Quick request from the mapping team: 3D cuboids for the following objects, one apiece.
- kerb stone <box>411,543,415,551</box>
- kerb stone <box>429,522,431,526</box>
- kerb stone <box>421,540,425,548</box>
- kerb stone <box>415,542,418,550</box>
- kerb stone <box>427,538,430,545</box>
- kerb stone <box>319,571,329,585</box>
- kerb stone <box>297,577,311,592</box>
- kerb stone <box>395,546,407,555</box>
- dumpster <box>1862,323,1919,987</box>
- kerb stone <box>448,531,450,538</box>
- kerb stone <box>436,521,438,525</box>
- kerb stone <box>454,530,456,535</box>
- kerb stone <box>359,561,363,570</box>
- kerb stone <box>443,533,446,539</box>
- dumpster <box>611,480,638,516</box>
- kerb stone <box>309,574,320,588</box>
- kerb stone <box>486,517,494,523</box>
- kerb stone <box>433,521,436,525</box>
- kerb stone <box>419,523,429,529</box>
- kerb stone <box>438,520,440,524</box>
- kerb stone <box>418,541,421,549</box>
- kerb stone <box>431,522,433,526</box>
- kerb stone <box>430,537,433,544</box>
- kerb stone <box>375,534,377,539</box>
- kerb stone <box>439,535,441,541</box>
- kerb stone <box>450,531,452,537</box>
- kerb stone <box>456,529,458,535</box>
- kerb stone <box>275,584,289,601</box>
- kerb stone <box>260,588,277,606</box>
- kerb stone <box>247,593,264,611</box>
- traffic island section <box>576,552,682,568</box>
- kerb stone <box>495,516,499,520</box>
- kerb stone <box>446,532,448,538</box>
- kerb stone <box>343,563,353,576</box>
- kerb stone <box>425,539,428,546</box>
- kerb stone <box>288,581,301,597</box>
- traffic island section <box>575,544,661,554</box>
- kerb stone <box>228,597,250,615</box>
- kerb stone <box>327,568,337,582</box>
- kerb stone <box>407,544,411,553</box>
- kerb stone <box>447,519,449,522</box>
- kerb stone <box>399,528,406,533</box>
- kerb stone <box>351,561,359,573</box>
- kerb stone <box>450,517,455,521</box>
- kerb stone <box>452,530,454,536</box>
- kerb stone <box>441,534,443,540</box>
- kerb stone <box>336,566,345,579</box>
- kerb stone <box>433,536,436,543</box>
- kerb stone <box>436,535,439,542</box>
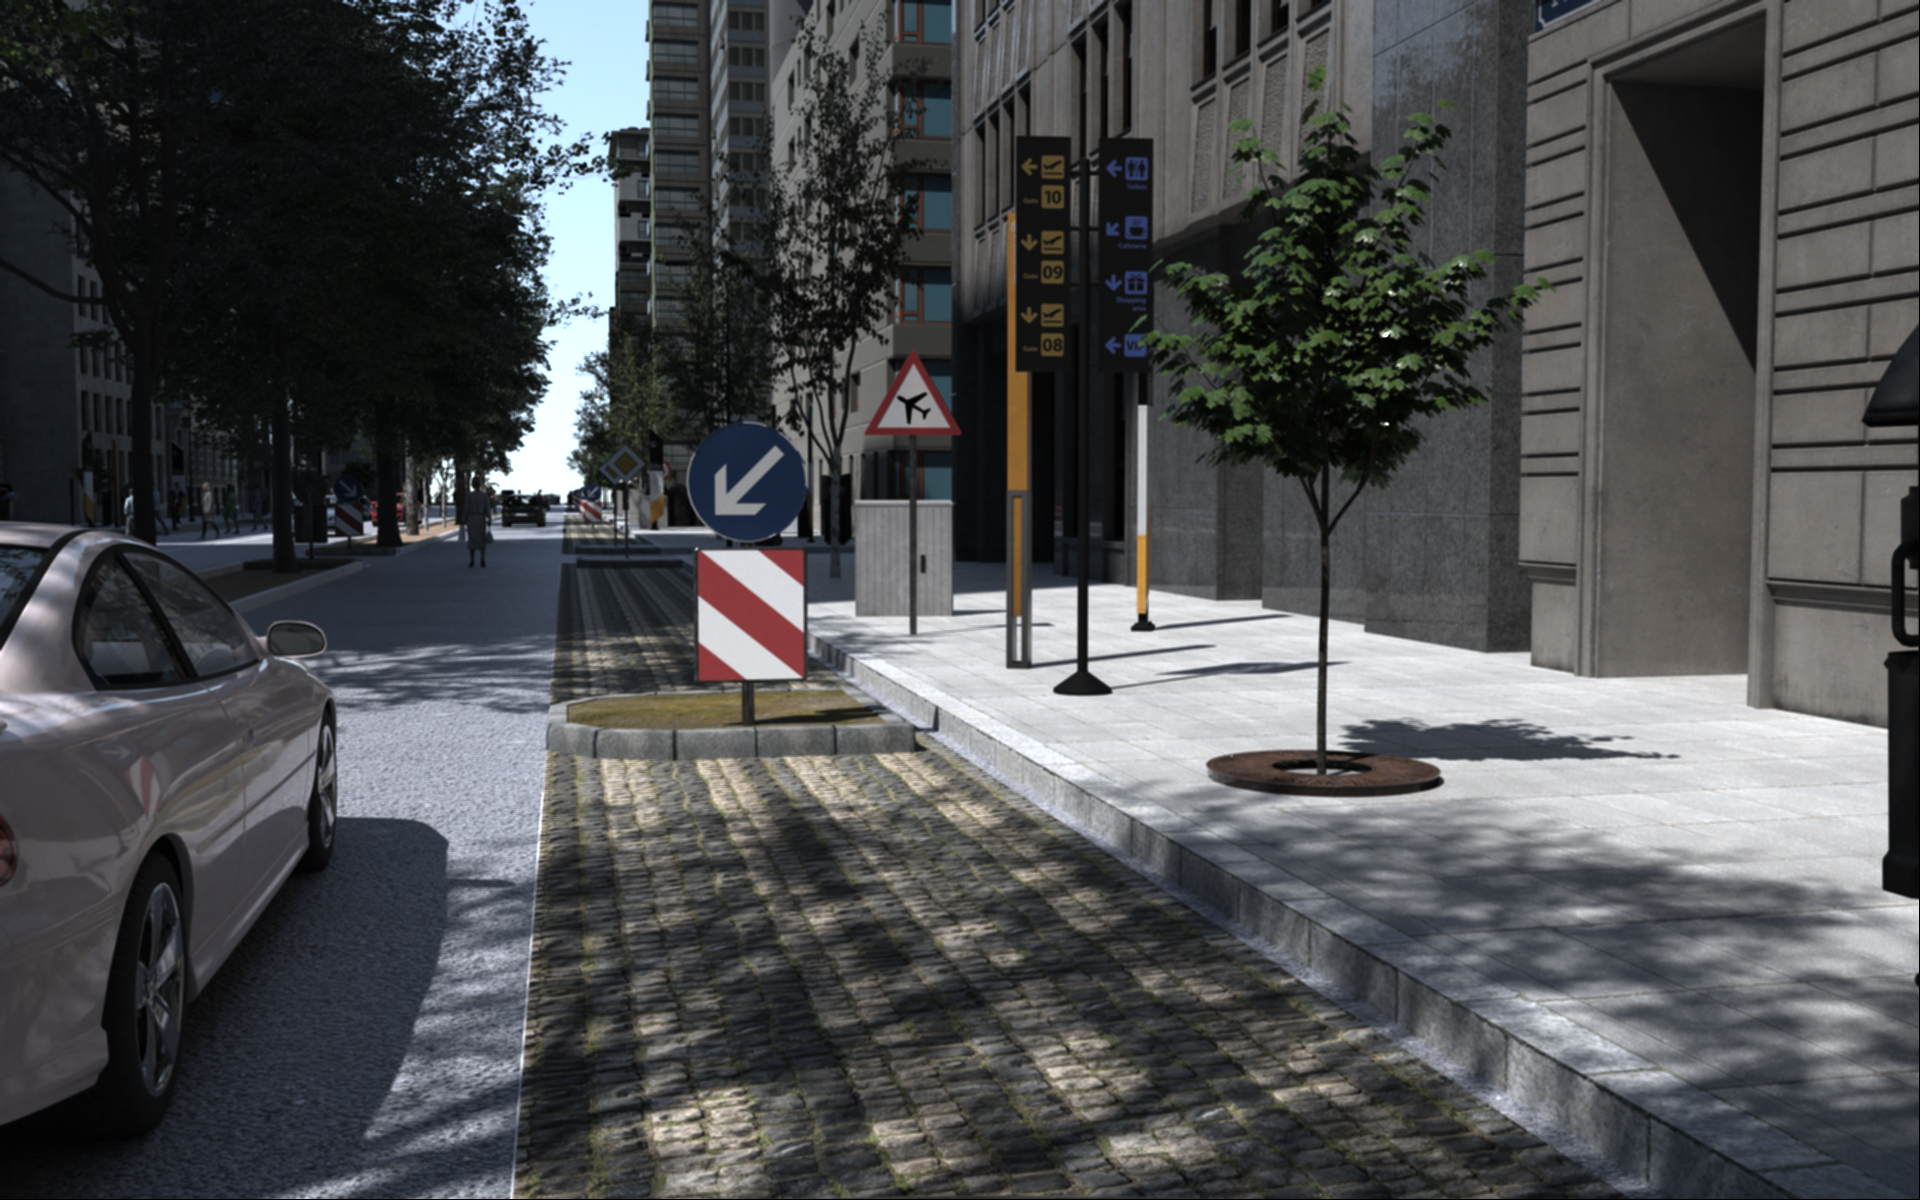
[{"bbox_3d":[-13.726,-1.270,43.088,0.120,0.150,1.000,-1,4,-13],"label":"kerb stone"},{"bbox_3d":[-23.284,-3.262,75.584,0.120,0.150,1.000,-1,4,-13],"label":"kerb stone"},{"bbox_3d":[-14.417,-1.461,46.080,0.120,0.150,1.000,-1,4,-13],"label":"kerb stone"},{"bbox_3d":[-13.960,-1.336,44.082,0.120,0.150,1.000,-1,4,-13],"label":"kerb stone"},{"bbox_3d":[-14.874,-1.583,48.081,0.120,0.150,1.000,-1,4,-13],"label":"kerb stone"},{"bbox_3d":[-10.185,-0.322,27.488,0.120,0.150,1.000,-1,4,-13],"label":"kerb stone"},{"bbox_3d":[-9.730,-0.202,25.492,0.120,0.150,1.000,-1,4,-13],"label":"kerb stone"},{"bbox_3d":[-13.283,-1.155,41.079,0.120,0.150,1.000,-1,4,-13],"label":"kerb stone"},{"bbox_3d":[2.695,0.172,2.939,1.264,1.857,1.865,-1,4,-13],"label":"dumpster"},{"bbox_3d":[-16.689,-2.068,56.075,0.120,0.150,1.000,-1,4,-13],"label":"kerb stone"},{"bbox_3d":[-24.189,-3.505,79.579,0.120,0.150,1.000,-1,4,-13],"label":"kerb stone"},{"bbox_3d":[-17.367,-2.255,59.066,0.120,0.150,1.000,-1,4,-13],"label":"kerb stone"},{"bbox_3d":[-11.329,-0.631,32.506,0.120,0.150,1.000,-1,4,-13],"label":"kerb stone"},{"bbox_3d":[-16.238,-1.947,54.077,0.120,0.150,1.000,-1,4,-13],"label":"kerb stone"},{"bbox_3d":[-19.415,-5.978,100.230,1.502,2.255,1.985,-1,4,-13],"label":"dumpster"},{"bbox_3d":[-9.955,-0.263,26.489,0.120,0.150,1.000,-1,4,-13],"label":"kerb stone"},{"bbox_3d":[-24.423,-4.150,90.041,0.120,0.150,1.000,-1,4,-13],"label":"kerb stone"},{"bbox_3d":[-23.973,-3.449,78.579,0.120,0.150,1.000,-1,4,-13],"label":"kerb stone"},{"bbox_3d":[-23.067,-3.200,74.585,0.120,0.150,1.000,-1,4,-13],"label":"kerb stone"},{"bbox_3d":[-24.425,-3.571,80.574,0.120,0.150,1.000,-1,4,-13],"label":"kerb stone"},{"bbox_3d":[-14.188,-1.400,45.081,0.120,0.150,1.000,-1,4,-13],"label":"kerb stone"},{"bbox_3d":[-23.516,-3.327,76.584,0.120,0.150,1.000,-1,4,-13],"label":"kerb stone"},{"bbox_3d":[-15.097,-1.643,49.078,0.120,0.150,1.000,-1,4,-13],"label":"kerb stone"},{"bbox_3d":[-18.509,-1.982,54.603,0.120,0.150,1.000,-1,4,-13],"label":"kerb stone"},{"bbox_3d":[-15.786,-1.828,52.084,0.120,0.150,1.000,-1,4,-13],"label":"kerb stone"},{"bbox_3d":[-16.915,-2.133,57.072,0.120,0.150,1.000,-1,4,-13],"label":"kerb stone"},{"bbox_3d":[-17.598,-2.316,60.061,0.120,0.150,1.000,-1,4,-13],"label":"kerb stone"},{"bbox_3d":[-9.276,-0.080,23.498,0.120,0.150,1.000,-1,4,-13],"label":"kerb stone"},{"bbox_3d":[-9.049,-0.019,22.500,0.120,0.150,1.000,-1,4,-13],"label":"kerb stone"},{"bbox_3d":[-8.822,0.042,21.501,0.120,0.150,1.000,-1,4,-13],"label":"kerb stone"},{"bbox_3d":[-6.642,-0.756,34.645,2.009,0.180,2.903,-1,4,-13],"label":"traffic island section"},{"bbox_3d":[-25.790,-4.516,96.036,0.120,0.150,1.000,-1,4,-13],"label":"kerb stone"},{"bbox_3d":[-16.462,-2.003,55.075,0.120,0.150,1.000,-1,4,-13],"label":"kerb stone"},{"bbox_3d":[-10.866,-0.508,30.497,0.120,0.150,1.000,-1,4,-13],"label":"kerb stone"},{"bbox_3d":[-14.645,-1.522,47.076,0.120,0.150,1.000,-1,4,-13],"label":"kerb stone"},{"bbox_3d":[-9.500,-0.136,24.496,0.120,0.150,1.000,-1,4,-13],"label":"kerb stone"},{"bbox_3d":[-8.414,-1.232,42.432,2.009,0.180,2.903,-1,4,-13],"label":"traffic island section"},{"bbox_3d":[-8.591,0.103,20.505,0.120,0.150,1.000,-1,4,-13],"label":"kerb stone"},{"bbox_3d":[-10.412,-0.385,28.488,0.120,0.150,1.000,-1,4,-13],"label":"kerb stone"},{"bbox_3d":[-13.505,-1.216,42.082,0.120,0.150,1.000,-1,4,-13],"label":"kerb stone"},{"bbox_3d":[-25.791,-3.935,86.575,0.120,0.150,1.000,-1,4,-13],"label":"kerb stone"},{"bbox_3d":[-20.787,-2.590,64.594,0.120,0.150,1.000,-1,4,-13],"label":"kerb stone"},{"bbox_3d":[-11.099,-0.569,31.499,0.120,0.150,1.000,-1,4,-13],"label":"kerb stone"},{"bbox_3d":[-26.923,-4.243,91.567,0.120,0.150,1.000,-1,4,-13],"label":"kerb stone"},{"bbox_3d":[-17.145,-2.192,58.068,0.120,0.150,1.000,-1,4,-13],"label":"kerb stone"},{"bbox_3d":[-16.012,-1.882,53.081,0.120,0.150,1.000,-1,4,-13],"label":"kerb stone"},{"bbox_3d":[-10.645,-0.442,29.490,0.120,0.150,1.000,-1,4,-13],"label":"kerb stone"},{"bbox_3d":[-15.331,-1.705,50.073,0.120,0.150,1.000,-1,4,-13],"label":"kerb stone"},{"bbox_3d":[-15.550,-1.766,51.071,0.120,0.150,1.000,-1,4,-13],"label":"kerb stone"}]
